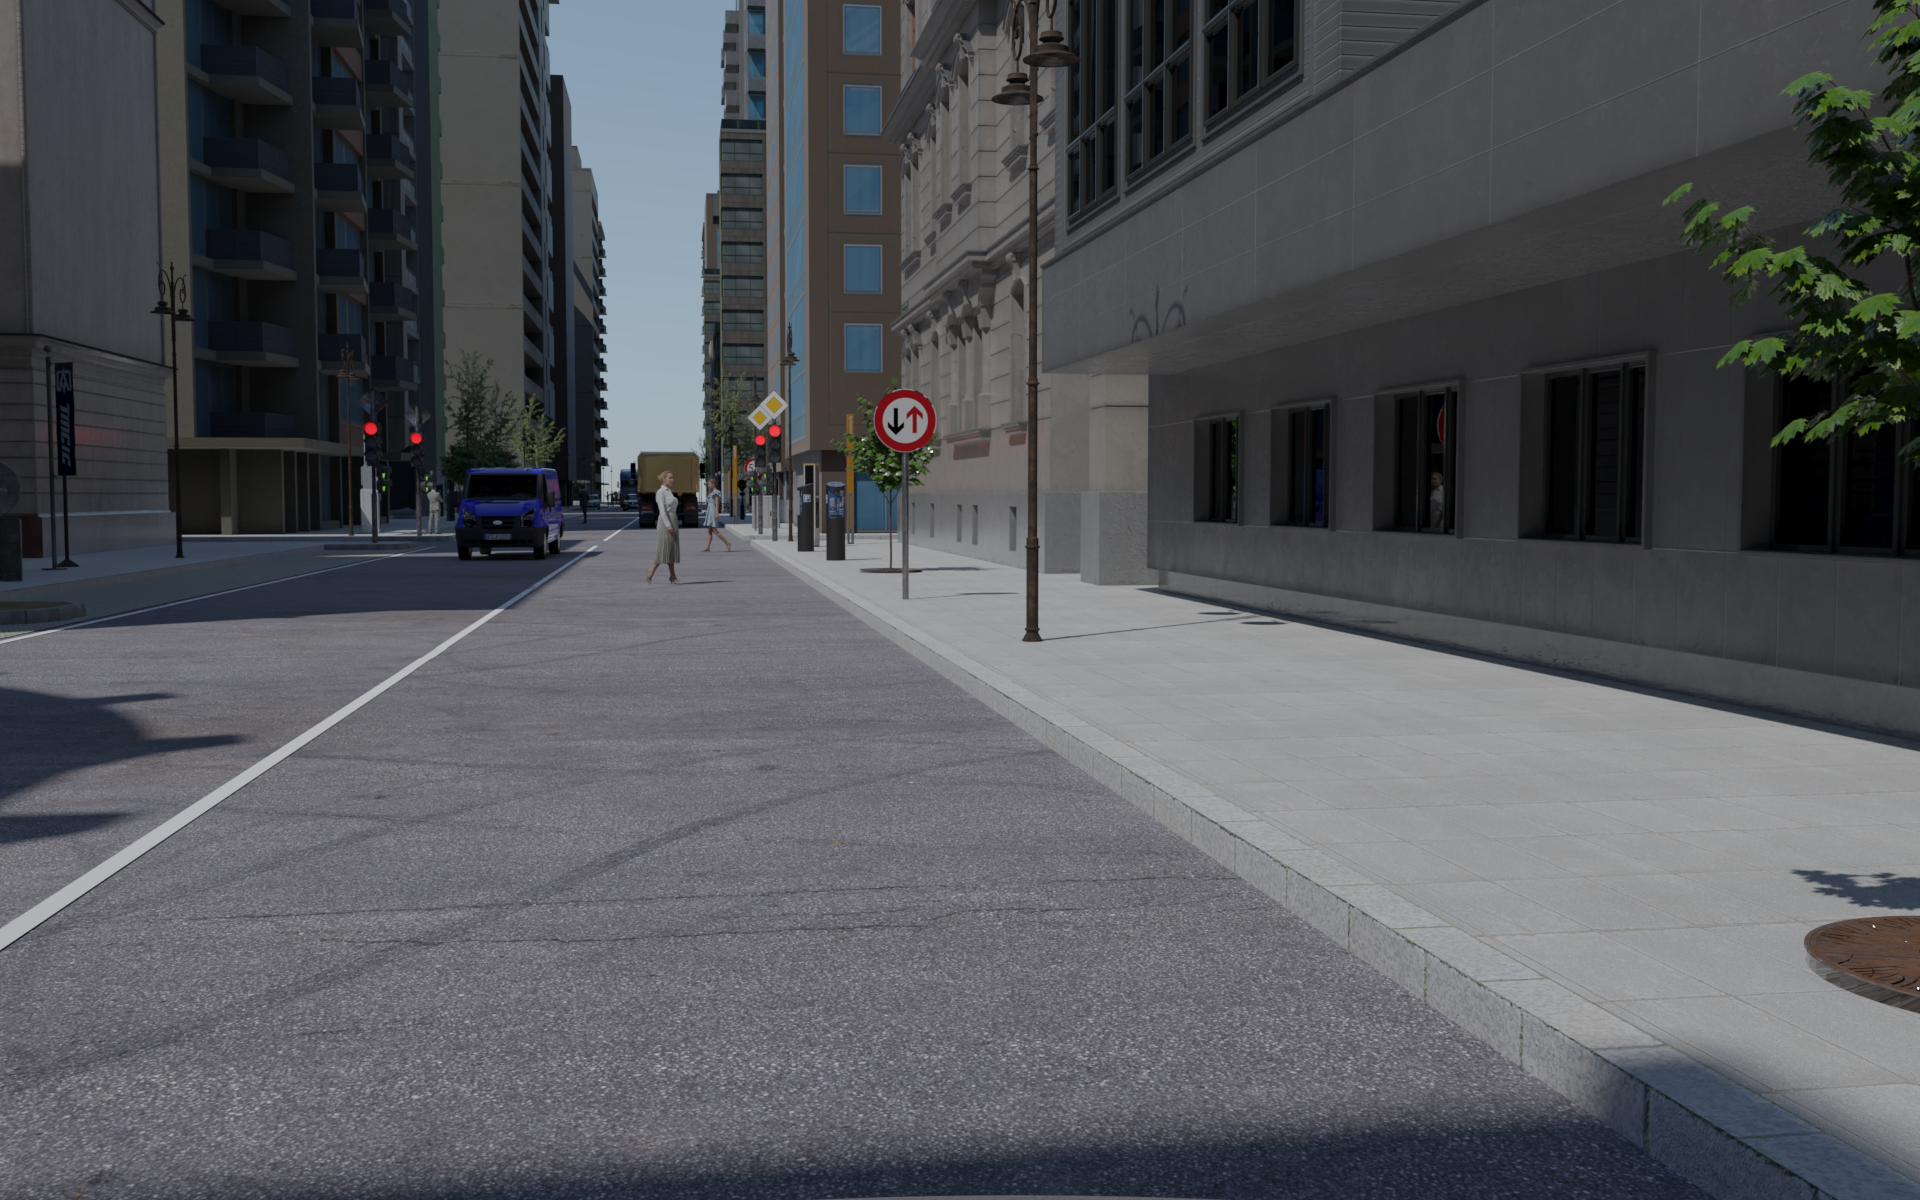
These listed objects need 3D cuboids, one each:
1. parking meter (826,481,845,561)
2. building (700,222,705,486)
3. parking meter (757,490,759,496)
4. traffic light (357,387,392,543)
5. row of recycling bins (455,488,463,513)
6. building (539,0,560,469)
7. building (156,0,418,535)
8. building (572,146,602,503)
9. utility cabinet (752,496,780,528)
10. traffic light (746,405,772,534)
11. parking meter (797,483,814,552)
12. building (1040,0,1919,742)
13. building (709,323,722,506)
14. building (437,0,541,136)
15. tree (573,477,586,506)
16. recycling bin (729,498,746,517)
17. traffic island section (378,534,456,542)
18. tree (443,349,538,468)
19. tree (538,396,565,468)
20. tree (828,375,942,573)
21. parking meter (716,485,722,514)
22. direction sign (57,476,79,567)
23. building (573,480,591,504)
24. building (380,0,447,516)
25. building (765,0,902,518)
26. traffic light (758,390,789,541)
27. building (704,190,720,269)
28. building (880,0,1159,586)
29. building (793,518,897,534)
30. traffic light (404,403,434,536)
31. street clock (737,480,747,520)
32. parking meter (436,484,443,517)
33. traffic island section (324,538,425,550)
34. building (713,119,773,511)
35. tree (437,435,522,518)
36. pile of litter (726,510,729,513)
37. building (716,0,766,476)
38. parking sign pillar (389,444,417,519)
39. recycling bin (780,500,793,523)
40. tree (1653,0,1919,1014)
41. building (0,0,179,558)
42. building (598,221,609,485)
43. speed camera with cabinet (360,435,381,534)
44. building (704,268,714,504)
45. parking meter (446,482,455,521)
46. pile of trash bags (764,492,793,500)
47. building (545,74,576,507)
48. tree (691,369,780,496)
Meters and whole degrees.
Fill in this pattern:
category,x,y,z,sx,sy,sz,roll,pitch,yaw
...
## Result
category,x,y,z,sx,sy,sz,roll,pitch,yaw
parking meter,-2.398,-1.530,33.421,0.372,1.533,0.369,0,3,0
building,-29.588,-37.866,273.740,22.147,44.769,28.867,-1,4,-9
parking meter,-13.875,-6.778,119.230,0.372,1.533,0.369,0,3,0
traffic light,-15.327,-3.450,45.323,0.839,4.253,0.868,-1,4,-9
row of recycling bins,-33.529,-6.712,116.861,3.534,1.692,1.069,-1,4,-11
building,-51.907,-34.853,159.078,28.713,52.752,27.495,-1,4,-9
building,-33.073,-25.073,64.575,22.147,44.769,28.867,-1,4,-9
building,-61.776,-37.853,242.595,21.300,48.544,21.600,-1,4,-9
utility cabinet,-7.248,-3.275,64.709,1.020,1.237,0.306,0,4,0
traffic light,-6.353,-4.036,54.902,0.839,4.253,0.868,-1,4,-9
parking meter,-3.437,-1.844,38.560,0.372,1.533,0.369,0,3,0
building,10.308,-11.585,8.474,14.314,24.678,30.058,-1,4,-9
building,-13.448,-21.197,191.610,27.650,21.520,28.899,-1,4,-9
building,-44.422,-31.309,135.599,21.300,48.544,21.600,-1,4,-9
tree,-43.045,-12.203,194.126,1.663,3.219,1.824,0,3,0
recycling bin,-12.734,-5.298,99.177,0.722,1.027,0.722,-3,4,-37
traffic island section,-16.665,-1.899,53.330,2.009,0.180,2.903,-1,4,-9
tree,-24.330,-8.417,87.973,4.737,8.622,4.395,0,3,0
tree,-30.787,-10.653,124.546,4.737,8.622,4.395,0,3,0
tree,-1.025,-2.062,28.321,1.663,3.219,1.824,0,3,0
parking meter,-15.597,-6.493,111.879,0.399,1.863,0.255,-1,4,-16
direction sign,-15.737,-2.350,30.426,0.379,3.537,0.876,-2,4,-34
building,-63.664,-32.244,219.075,32.217,40.220,23.993,-1,4,-9
building,-36.895,-25.234,96.170,14.154,41.232,14.086,-1,4,-9
building,-5.383,-28.353,113.686,14.600,45.320,14.200,-1,4,-9
traffic light,-5.056,-3.554,47.023,0.839,4.253,0.868,-1,4,-9
building,-29.838,-36.780,251.470,14.600,45.320,14.200,-1,4,-9
building,6.271,-15.163,35.301,14.401,28.519,23.554,-1,4,-9
building,1.085,-25.200,62.136,14.200,45.320,14.600,-1,4,-9
traffic light,-16.624,-3.932,53.202,0.839,4.253,0.868,-1,4,-9
street clock,-10.859,-5.005,86.398,0.471,2.002,0.358,1,4,13
parking meter,-29.620,-5.679,98.556,0.399,1.863,0.255,-1,4,-13
traffic island section,-15.368,-1.417,45.451,2.009,0.180,2.903,-1,4,-9
building,-12.013,-22.377,137.558,14.160,30.474,14.107,-1,4,-9
tree,-26.357,-6.689,93.080,4.285,4.588,4.351,0,3,0
pile of litter,-15.231,-6.270,116.478,1.176,0.858,1.719,1,4,17
building,-10.596,-33.064,160.202,23.786,49.044,30.456,-1,4,-9
parking sign pillar,-28.882,-6.199,89.826,1.447,3.967,1.447,0,4,-4
recycling bin,-7.660,-3.898,76.286,0.722,1.027,0.722,1,4,13
tree,2.658,-0.603,4.467,1.663,3.219,1.824,0,3,0
building,-28.071,-10.559,37.272,19.286,19.102,10.561,-1,4,-9
building,-65.982,-37.488,267.545,22.147,44.769,28.867,-1,4,-9
speed camera with cabinet,-19.391,-3.834,57.027,0.660,3.252,2.038,-1,4,-16
building,-25.866,-27.612,223.165,14.160,30.474,14.107,-1,4,-9
parking meter,-24.127,-4.668,82.031,0.255,1.863,0.399,-3,5,-44
pile of trash bags,-8.367,-4.307,80.179,1.912,1.369,3.447,1,4,11
building,-47.830,-32.474,181.060,14.600,45.320,14.200,-1,4,-9
tree,-13.046,-9.309,102.564,4.737,8.622,4.395,0,3,0
